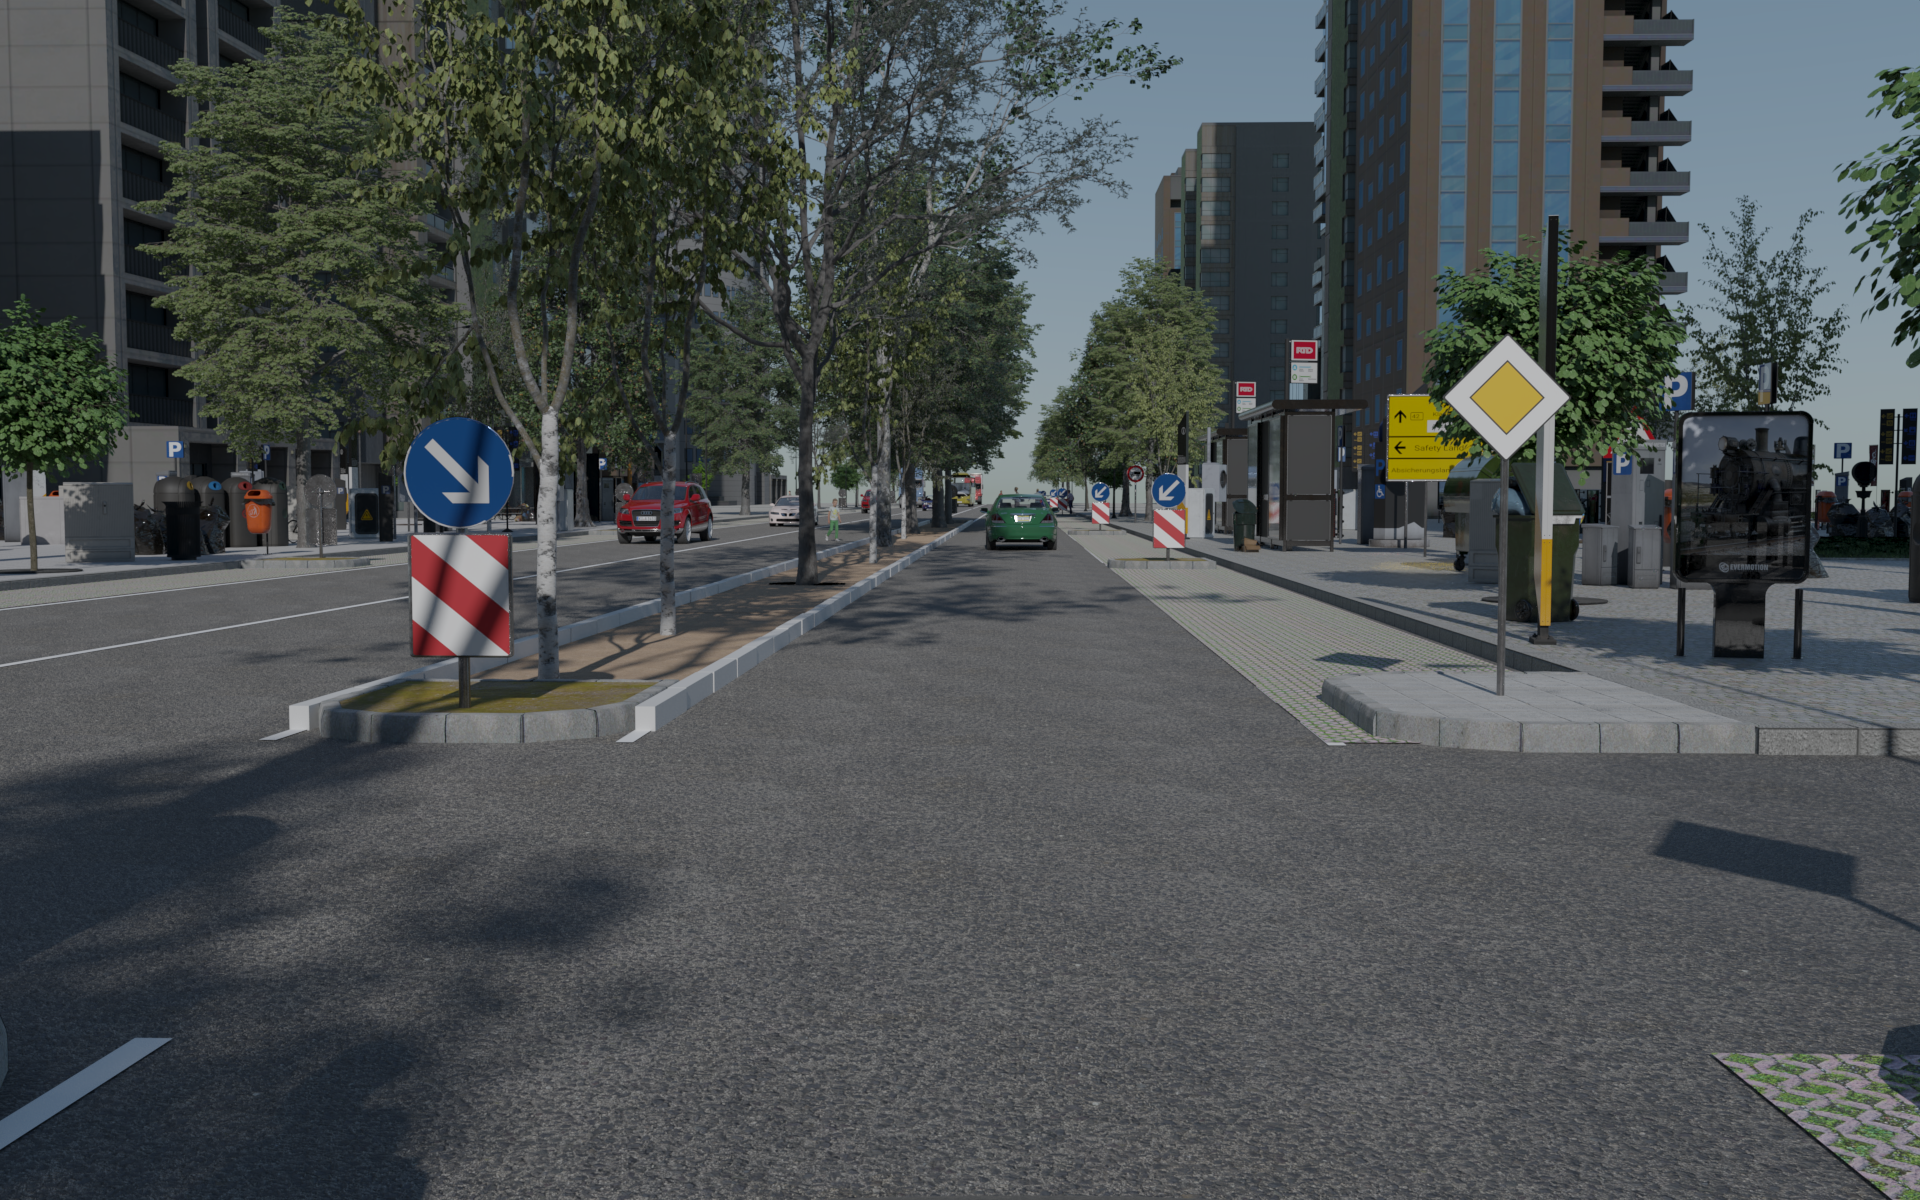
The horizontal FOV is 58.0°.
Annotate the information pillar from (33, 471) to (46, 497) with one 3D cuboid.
[{"bbox_3d":[-30.534,-4.033,57.294,0.183,3.616,0.504,3,5,41],"label":"information pillar"}]

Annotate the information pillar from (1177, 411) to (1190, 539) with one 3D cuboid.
[{"bbox_3d":[6.323,-3.531,49.079,0.183,3.616,0.504,-2,4,-23],"label":"information pillar"}]

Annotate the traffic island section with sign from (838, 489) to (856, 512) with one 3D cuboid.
[{"bbox_3d":[-9.341,-7.910,137.955,1.989,1.847,2.006,0,4,2],"label":"traffic island section with sign"}]

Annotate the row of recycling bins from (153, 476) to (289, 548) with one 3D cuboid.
[{"bbox_3d":[-17.625,-2.092,41.325,1.069,1.692,3.534,2,4,27],"label":"row of recycling bins"}]

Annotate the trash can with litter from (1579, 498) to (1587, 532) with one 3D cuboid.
[{"bbox_3d":[19.817,-2.736,56.122,0.624,1.170,1.055,-2,4,-31],"label":"trash can with litter"}]

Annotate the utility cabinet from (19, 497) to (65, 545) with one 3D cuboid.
[{"bbox_3d":[-23.280,-2.006,43.958,1.020,1.237,0.306,-2,4,-28],"label":"utility cabinet"}]

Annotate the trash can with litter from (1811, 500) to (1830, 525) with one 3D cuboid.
[{"bbox_3d":[34.028,-3.415,66.900,1.678,1.210,2.233,3,5,43],"label":"trash can with litter"}]

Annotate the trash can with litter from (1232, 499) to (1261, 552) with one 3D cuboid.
[{"bbox_3d":[6.427,-1.654,38.424,0.624,1.170,1.055,-1,4,-9],"label":"trash can with litter"}]

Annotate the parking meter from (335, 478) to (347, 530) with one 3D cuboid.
[{"bbox_3d":[-22.088,-3.433,61.833,0.399,1.863,0.255,-1,4,-17],"label":"parking meter"}]

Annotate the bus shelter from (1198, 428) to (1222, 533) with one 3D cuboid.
[{"bbox_3d":[9.373,-4.992,59.256,2.179,5.291,8.768,0,4,2],"label":"bus shelter"}]

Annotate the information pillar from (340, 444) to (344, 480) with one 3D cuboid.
[{"bbox_3d":[-26.002,-5.001,73.115,0.504,3.616,0.183,3,5,44],"label":"information pillar"}]

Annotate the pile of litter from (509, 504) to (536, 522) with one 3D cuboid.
[{"bbox_3d":[-20.202,-4.073,80.560,1.719,0.858,1.176,1,4,12],"label":"pile of litter"}]

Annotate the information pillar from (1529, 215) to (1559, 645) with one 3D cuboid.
[{"bbox_3d":[5.024,-1.437,14.856,0.183,3.616,0.504,1,4,11],"label":"information pillar"}]

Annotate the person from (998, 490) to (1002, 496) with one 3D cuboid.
[{"bbox_3d":[4.404,-10.729,183.851,1.348,1.831,0.705,-3,5,-44],"label":"person"}]

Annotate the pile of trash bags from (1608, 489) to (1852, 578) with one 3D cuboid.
[{"bbox_3d":[12.182,-1.096,27.667,1.912,1.369,3.447,-1,4,-9],"label":"pile of trash bags"}]

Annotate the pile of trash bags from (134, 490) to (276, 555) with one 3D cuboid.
[{"bbox_3d":[-16.111,-1.652,36.767,3.447,1.369,1.912,1,4,12],"label":"pile of trash bags"}]

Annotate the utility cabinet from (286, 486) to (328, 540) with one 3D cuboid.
[{"bbox_3d":[-18.169,-2.399,47.902,1.173,1.500,0.318,1,4,14],"label":"utility cabinet"}]

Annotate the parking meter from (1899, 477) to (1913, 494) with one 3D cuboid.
[{"bbox_3d":[32.360,-3.278,59.301,0.399,1.863,0.255,-2,4,-27],"label":"parking meter"}]

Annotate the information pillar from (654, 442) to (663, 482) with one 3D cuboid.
[{"bbox_3d":[-13.553,-5.290,77.846,0.504,3.616,0.183,3,4,36],"label":"information pillar"}]

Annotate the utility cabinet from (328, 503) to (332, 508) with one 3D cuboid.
[{"bbox_3d":[-19.001,-2.595,51.111,0.318,1.500,1.173,1,4,13],"label":"utility cabinet"}]

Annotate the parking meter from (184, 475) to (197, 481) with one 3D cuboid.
[{"bbox_3d":[-23.729,-2.915,53.365,0.399,1.863,0.255,1,4,22],"label":"parking meter"}]

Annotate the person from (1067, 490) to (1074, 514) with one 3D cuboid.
[{"bbox_3d":[7.148,-6.335,113.023,0.756,1.711,0.436,-3,5,-44],"label":"person"}]

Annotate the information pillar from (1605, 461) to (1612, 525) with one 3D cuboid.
[{"bbox_3d":[14.682,-2.098,38.793,0.304,2.012,0.304,-1,4,-12],"label":"information pillar"}]

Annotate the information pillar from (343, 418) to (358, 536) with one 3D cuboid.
[{"bbox_3d":[-18.766,-3.806,53.576,0.183,3.616,0.504,0,4,3],"label":"information pillar"}]

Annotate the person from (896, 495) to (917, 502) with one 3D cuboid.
[{"bbox_3d":[-3.204,-5.772,102.891,1.348,1.821,0.705,1,4,16],"label":"person"}]

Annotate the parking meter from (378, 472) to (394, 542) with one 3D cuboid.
[{"bbox_3d":[-15.462,-2.507,46.693,0.399,1.863,0.255,-1,4,-21],"label":"parking meter"}]

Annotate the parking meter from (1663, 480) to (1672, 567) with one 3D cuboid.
[{"bbox_3d":[12.476,-1.362,30.673,0.372,1.533,0.369,0,3,0],"label":"parking meter"}]

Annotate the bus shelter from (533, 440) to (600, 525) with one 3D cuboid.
[{"bbox_3d":[-17.002,-5.171,75.828,1.731,3.624,6.357,0,4,2],"label":"bus shelter"}]

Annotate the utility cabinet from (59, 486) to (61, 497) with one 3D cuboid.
[{"bbox_3d":[-23.481,-2.294,46.185,1.173,1.500,0.318,2,4,27],"label":"utility cabinet"}]

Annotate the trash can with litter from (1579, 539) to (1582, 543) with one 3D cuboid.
[{"bbox_3d":[15.402,-2.089,45.208,2.233,1.210,1.678,0,4,-3],"label":"trash can with litter"}]

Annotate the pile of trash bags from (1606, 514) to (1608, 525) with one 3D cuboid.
[{"bbox_3d":[13.680,-1.392,32.510,1.912,1.369,3.447,-2,4,-32],"label":"pile of trash bags"}]

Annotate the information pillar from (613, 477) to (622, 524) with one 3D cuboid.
[{"bbox_3d":[-14.910,-4.340,75.456,0.304,2.012,0.304,-2,4,-34],"label":"information pillar"}]

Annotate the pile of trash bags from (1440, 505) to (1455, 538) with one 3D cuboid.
[{"bbox_3d":[15.113,-2.532,51.149,1.912,1.369,3.447,0,4,-5],"label":"pile of trash bags"}]

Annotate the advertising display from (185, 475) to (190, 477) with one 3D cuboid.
[{"bbox_3d":[-26.730,-3.360,60.148,0.123,1.923,0.974,-2,4,-34],"label":"advertising display"}]

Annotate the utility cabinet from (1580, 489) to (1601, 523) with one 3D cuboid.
[{"bbox_3d":[27.504,-4.094,75.613,1.173,1.500,0.318,-1,4,-9],"label":"utility cabinet"}]

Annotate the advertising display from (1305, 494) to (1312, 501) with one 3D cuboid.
[{"bbox_3d":[11.925,-3.304,59.231,0.123,1.923,0.974,0,4,5],"label":"advertising display"}]

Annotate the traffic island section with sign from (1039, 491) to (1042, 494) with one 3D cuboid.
[{"bbox_3d":[7.339,-7.905,137.878,1.989,1.847,2.006,0,4,2],"label":"traffic island section with sign"}]

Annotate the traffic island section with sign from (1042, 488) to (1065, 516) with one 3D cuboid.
[{"bbox_3d":[6.438,-6.258,110.938,1.989,1.847,2.006,0,4,2],"label":"traffic island section with sign"}]

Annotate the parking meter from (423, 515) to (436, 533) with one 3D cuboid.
[{"bbox_3d":[-16.527,-2.784,53.923,0.372,1.533,0.369,0,3,0],"label":"parking meter"}]

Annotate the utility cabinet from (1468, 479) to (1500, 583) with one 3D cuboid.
[{"bbox_3d":[7.855,-0.976,24.630,1.173,1.500,0.318,3,5,40],"label":"utility cabinet"}]

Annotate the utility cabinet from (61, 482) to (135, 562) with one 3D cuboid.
[{"bbox_3d":[-16.203,-1.463,32.606,1.173,1.500,0.318,-2,4,-27],"label":"utility cabinet"}]

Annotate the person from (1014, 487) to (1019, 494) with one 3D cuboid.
[{"bbox_3d":[2.710,-4.587,83.841,0.374,1.781,0.599,1,4,17],"label":"person"}]

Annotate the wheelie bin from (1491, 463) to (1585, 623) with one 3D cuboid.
[{"bbox_3d":[5.796,-0.587,17.500,0.980,1.594,0.693,-1,4,-22],"label":"wheelie bin"}]

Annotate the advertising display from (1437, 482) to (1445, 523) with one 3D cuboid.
[{"bbox_3d":[21.603,-4.369,76.645,0.974,1.923,0.123,-1,4,-10],"label":"advertising display"}]

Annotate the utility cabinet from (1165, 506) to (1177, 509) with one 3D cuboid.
[{"bbox_3d":[10.043,-4.397,80.565,0.318,1.500,1.173,-3,4,-38],"label":"utility cabinet"}]

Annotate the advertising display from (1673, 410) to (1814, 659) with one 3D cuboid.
[{"bbox_3d":[6.108,-0.509,13.542,0.974,1.923,0.123,1,4,15],"label":"advertising display"}]

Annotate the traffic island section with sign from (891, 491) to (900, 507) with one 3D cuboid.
[{"bbox_3d":[-7.519,-11.287,193.176,1.989,1.847,2.006,0,4,2],"label":"traffic island section with sign"}]

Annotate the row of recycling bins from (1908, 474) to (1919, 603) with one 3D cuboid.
[{"bbox_3d":[12.900,-0.777,19.825,3.534,1.692,1.069,1,4,21],"label":"row of recycling bins"}]

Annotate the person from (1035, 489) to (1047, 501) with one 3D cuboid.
[{"bbox_3d":[5.413,-6.864,120.808,1.350,1.814,0.705,0,4,1],"label":"person"}]

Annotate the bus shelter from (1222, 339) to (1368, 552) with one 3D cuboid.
[{"bbox_3d":[8.124,-3.970,42.548,2.179,5.291,8.768,0,4,2],"label":"bus shelter"}]

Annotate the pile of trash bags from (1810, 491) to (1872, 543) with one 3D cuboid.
[{"bbox_3d":[25.417,-2.404,49.051,1.912,1.369,3.447,-1,4,-10],"label":"pile of trash bags"}]

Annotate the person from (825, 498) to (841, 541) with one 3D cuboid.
[{"bbox_3d":[-3.840,-2.428,52.448,0.590,1.304,0.306,3,5,45],"label":"person"}]

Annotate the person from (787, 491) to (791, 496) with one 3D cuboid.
[{"bbox_3d":[-16.426,-9.585,165.748,0.750,1.759,0.617,1,4,22],"label":"person"}]
